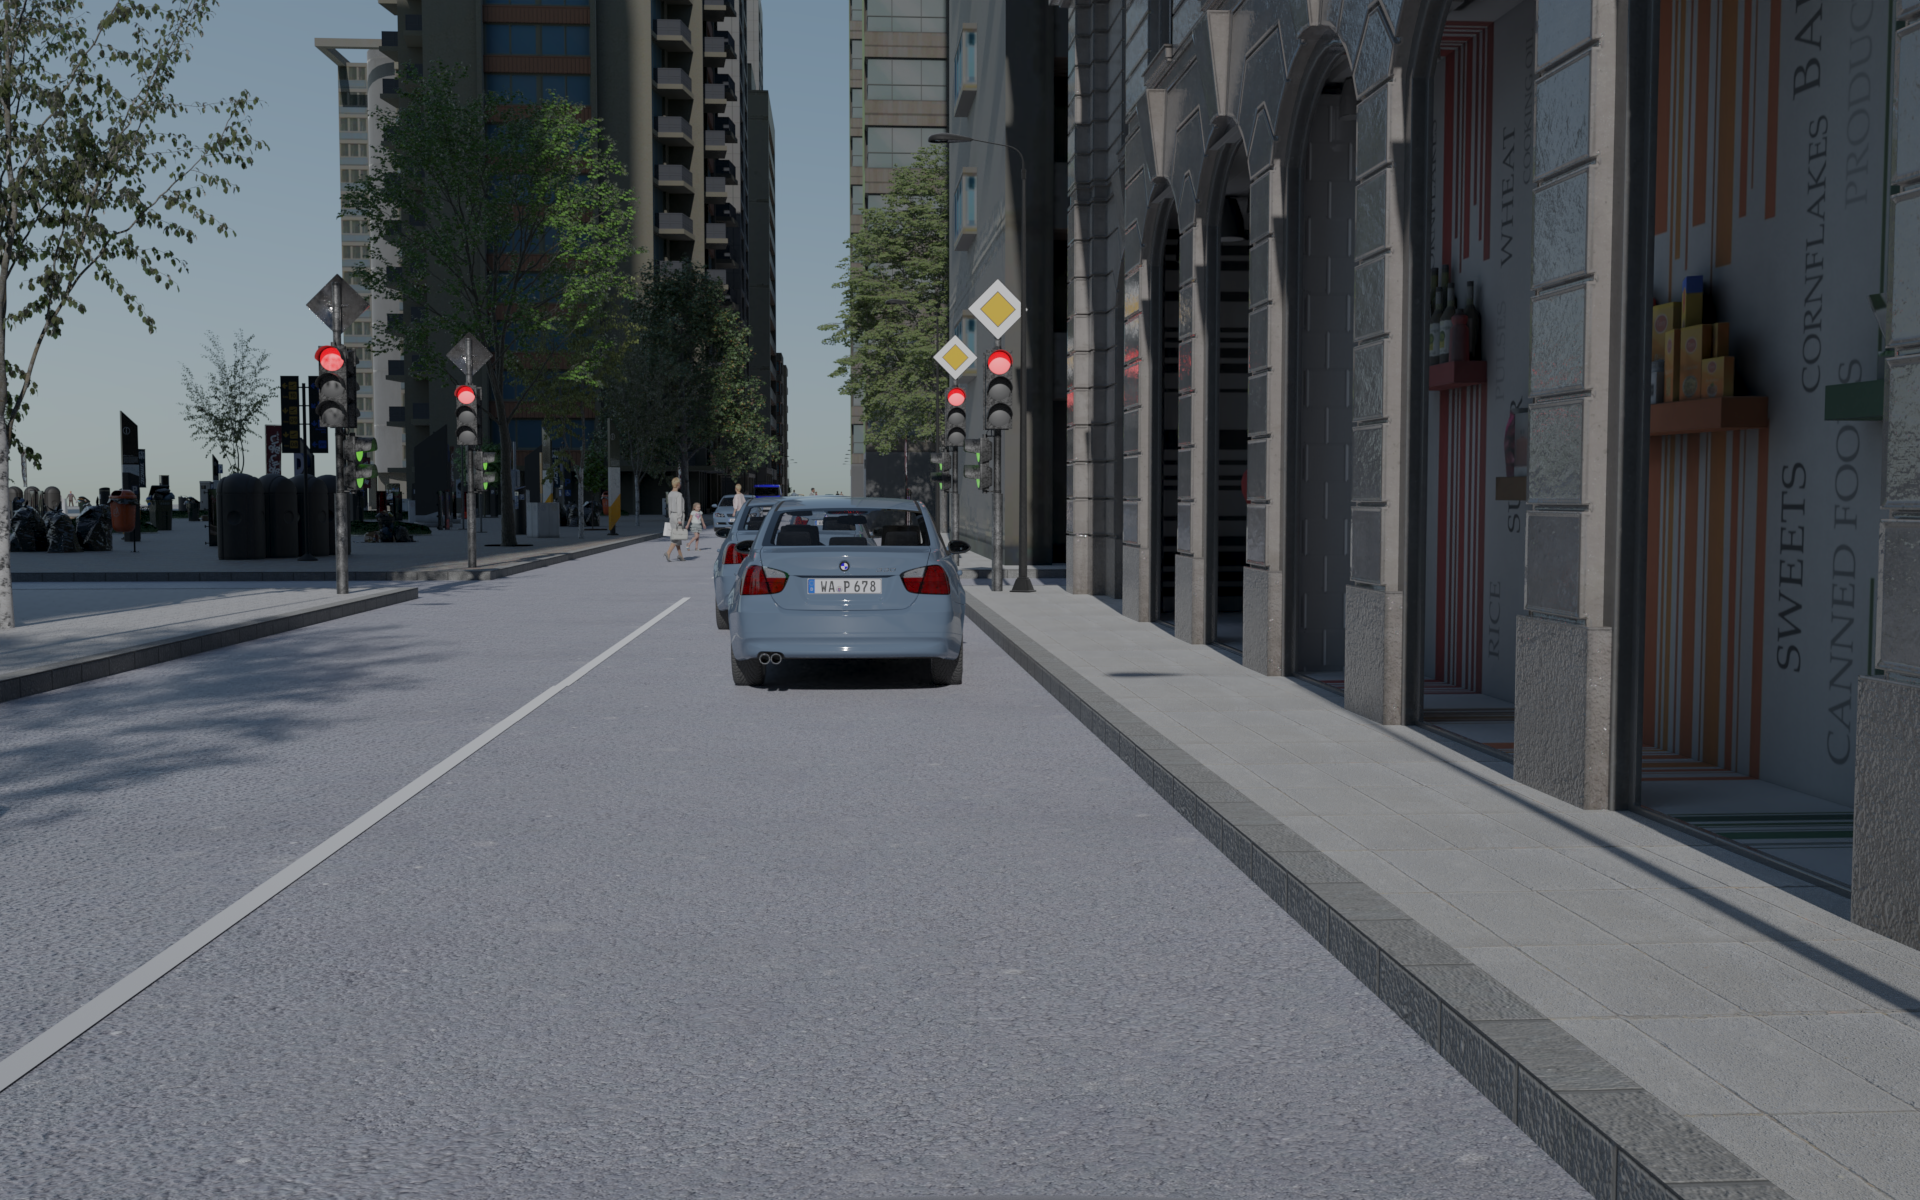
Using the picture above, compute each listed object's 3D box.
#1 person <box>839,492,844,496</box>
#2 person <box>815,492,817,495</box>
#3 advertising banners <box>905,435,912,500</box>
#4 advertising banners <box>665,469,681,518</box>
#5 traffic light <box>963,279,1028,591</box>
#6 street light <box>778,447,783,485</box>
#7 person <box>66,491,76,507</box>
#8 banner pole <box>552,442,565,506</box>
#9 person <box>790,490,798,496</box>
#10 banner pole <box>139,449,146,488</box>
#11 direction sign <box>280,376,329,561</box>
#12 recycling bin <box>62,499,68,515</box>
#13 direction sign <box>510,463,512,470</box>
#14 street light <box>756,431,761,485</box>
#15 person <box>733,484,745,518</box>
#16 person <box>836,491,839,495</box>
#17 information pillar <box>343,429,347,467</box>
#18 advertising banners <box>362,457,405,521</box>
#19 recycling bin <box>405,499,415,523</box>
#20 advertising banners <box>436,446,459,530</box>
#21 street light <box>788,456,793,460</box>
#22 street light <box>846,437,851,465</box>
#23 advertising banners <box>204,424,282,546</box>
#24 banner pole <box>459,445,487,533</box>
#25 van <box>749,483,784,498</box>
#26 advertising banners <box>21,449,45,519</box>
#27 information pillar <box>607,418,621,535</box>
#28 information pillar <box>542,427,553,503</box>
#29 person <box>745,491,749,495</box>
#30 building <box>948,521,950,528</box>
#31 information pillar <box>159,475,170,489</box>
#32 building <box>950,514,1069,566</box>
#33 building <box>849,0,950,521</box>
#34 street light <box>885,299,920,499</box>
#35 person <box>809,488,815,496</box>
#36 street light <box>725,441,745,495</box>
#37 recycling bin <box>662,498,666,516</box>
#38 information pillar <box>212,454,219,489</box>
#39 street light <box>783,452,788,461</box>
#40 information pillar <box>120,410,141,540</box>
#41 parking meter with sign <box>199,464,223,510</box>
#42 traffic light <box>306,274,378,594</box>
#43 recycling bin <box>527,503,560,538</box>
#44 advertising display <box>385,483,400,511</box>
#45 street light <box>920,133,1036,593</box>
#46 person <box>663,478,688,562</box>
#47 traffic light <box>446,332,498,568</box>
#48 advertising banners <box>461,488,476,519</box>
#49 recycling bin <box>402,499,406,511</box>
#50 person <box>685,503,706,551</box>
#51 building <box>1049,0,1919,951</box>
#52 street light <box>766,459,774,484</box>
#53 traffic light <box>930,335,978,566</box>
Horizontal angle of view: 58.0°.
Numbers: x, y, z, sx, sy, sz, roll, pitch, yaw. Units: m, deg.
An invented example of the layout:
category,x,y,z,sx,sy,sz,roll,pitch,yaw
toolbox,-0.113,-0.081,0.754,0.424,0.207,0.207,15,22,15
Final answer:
category,x,y,z,sx,sy,sz,roll,pitch,yaw
person,-15.516,-13.323,226.863,0.617,1.759,0.750,1,4,9
person,-17.567,-12.456,212.879,0.721,1.743,1.217,1,4,18
advertising banners,-1.503,-3.312,50.346,0.090,3.025,2.074,0,4,-5
advertising banners,-15.425,-5.939,93.295,0.090,3.025,2.074,-2,4,-35
traffic light,0.473,-2.069,22.757,0.839,4.253,0.868,0,4,-4
street light,-18.505,-12.118,170.662,1.470,5.913,1.316,0,4,-4
person,-92.848,-10.509,180.874,0.990,1.755,0.434,0,4,-4
banner pole,-19.137,-5.663,82.615,0.863,3.779,0.401,0,4,7
person,-14.682,-8.865,153.426,1.348,1.826,0.705,1,4,13
banner pole,-39.799,-5.752,84.068,0.401,3.779,0.863,1,4,18
direction sign,-12.543,-2.520,33.192,0.876,3.537,0.379,0,4,-2
recycling bin,-50.488,-5.171,97.098,0.722,1.027,0.722,-1,4,-18
direction sign,-23.531,-6.018,90.383,0.379,3.537,0.876,-2,4,-30
street light,-15.415,-9.526,128.294,1.470,5.913,1.316,0,4,-4
person,-6.665,-2.712,53.505,0.598,1.740,0.731,1,4,11
person,-17.588,-14.690,248.309,1.348,1.869,0.705,-3,5,-43
information pillar,-21.969,-4.295,61.573,0.183,3.616,0.504,1,4,17
advertising banners,-27.540,-5.280,82.513,2.074,3.025,0.090,-2,4,-35
recycling bin,-21.630,-3.468,69.258,0.722,1.027,0.722,0,4,-8
advertising banners,-18.483,-4.045,62.319,0.090,3.025,2.074,0,4,1
street light,-21.451,-14.567,210.717,1.470,5.913,1.316,0,4,-4
street light,-8.172,-10.191,139.161,1.470,5.913,1.316,0,4,-4
advertising banners,-17.753,-2.867,43.067,0.090,3.025,2.074,3,5,44
banner pole,-16.161,-4.141,57.715,0.863,3.779,0.401,2,4,28
van,-12.435,-6.563,111.693,2.240,2.365,5.245,0,4,-5
advertising banners,-35.839,-4.328,66.946,2.074,3.025,0.090,3,5,41
information pillar,-10.769,-3.824,53.881,0.183,3.616,0.504,2,4,28
information pillar,-14.434,-4.235,60.590,0.504,3.616,0.183,3,5,42
person,-12.791,-5.718,103.803,0.330,1.601,0.589,0,3,0
building,2.934,-23.751,71.928,14.154,41.232,14.086,0,4,-4
information pillar,-30.669,-3.810,66.790,0.304,2.012,0.304,-3,4,-39
building,10.508,-25.519,40.943,21.600,48.544,21.300,0,4,-4
building,0.716,-25.385,98.642,14.154,41.232,14.086,0,4,-4
street light,-1.078,-4.215,41.459,1.470,5.913,1.316,0,4,-4
person,-8.424,-5.483,98.418,0.850,1.792,0.678,0,4,3
street light,-13.947,-8.230,107.105,1.470,5.913,1.316,0,4,-4
recycling bin,-17.207,-5.528,102.942,0.722,1.027,0.722,1,4,19
information pillar,-43.672,-6.745,101.640,0.183,3.616,0.504,1,4,14
street light,-19.841,-13.270,189.505,1.470,5.913,1.316,0,4,-4
information pillar,-23.379,-3.512,48.777,0.183,3.616,0.504,3,4,36
parking meter with sign,-43.773,-6.385,100.658,1.738,3.016,0.543,0,4,6
traffic light,-7.916,-2.032,22.136,0.839,4.253,0.868,0,4,-4
recycling bin,-12.318,-2.362,51.180,0.722,1.027,0.722,-3,5,-42
advertising display,-33.522,-5.942,102.360,0.974,1.923,0.123,1,4,17
street light,0.284,-3.055,22.484,1.470,5.913,1.316,0,4,-4
person,-6.053,-1.702,36.677,0.624,1.780,0.694,-2,4,-30
traffic light,-8.492,-2.519,30.101,0.839,4.253,0.868,0,4,-4
advertising banners,-25.240,-5.634,88.307,2.074,3.025,0.090,1,4,14
recycling bin,-30.847,-5.099,95.927,0.722,1.027,0.722,-1,4,-8
person,-6.674,-1.854,43.821,0.382,1.210,0.505,3,4,39
building,8.075,-10.349,11.012,13.314,21.916,24.055,0,4,-4
street light,-17.007,-10.822,149.475,1.470,5.913,1.316,0,4,-4
traffic light,-0.103,-2.557,30.721,0.839,4.253,0.868,0,4,-4
